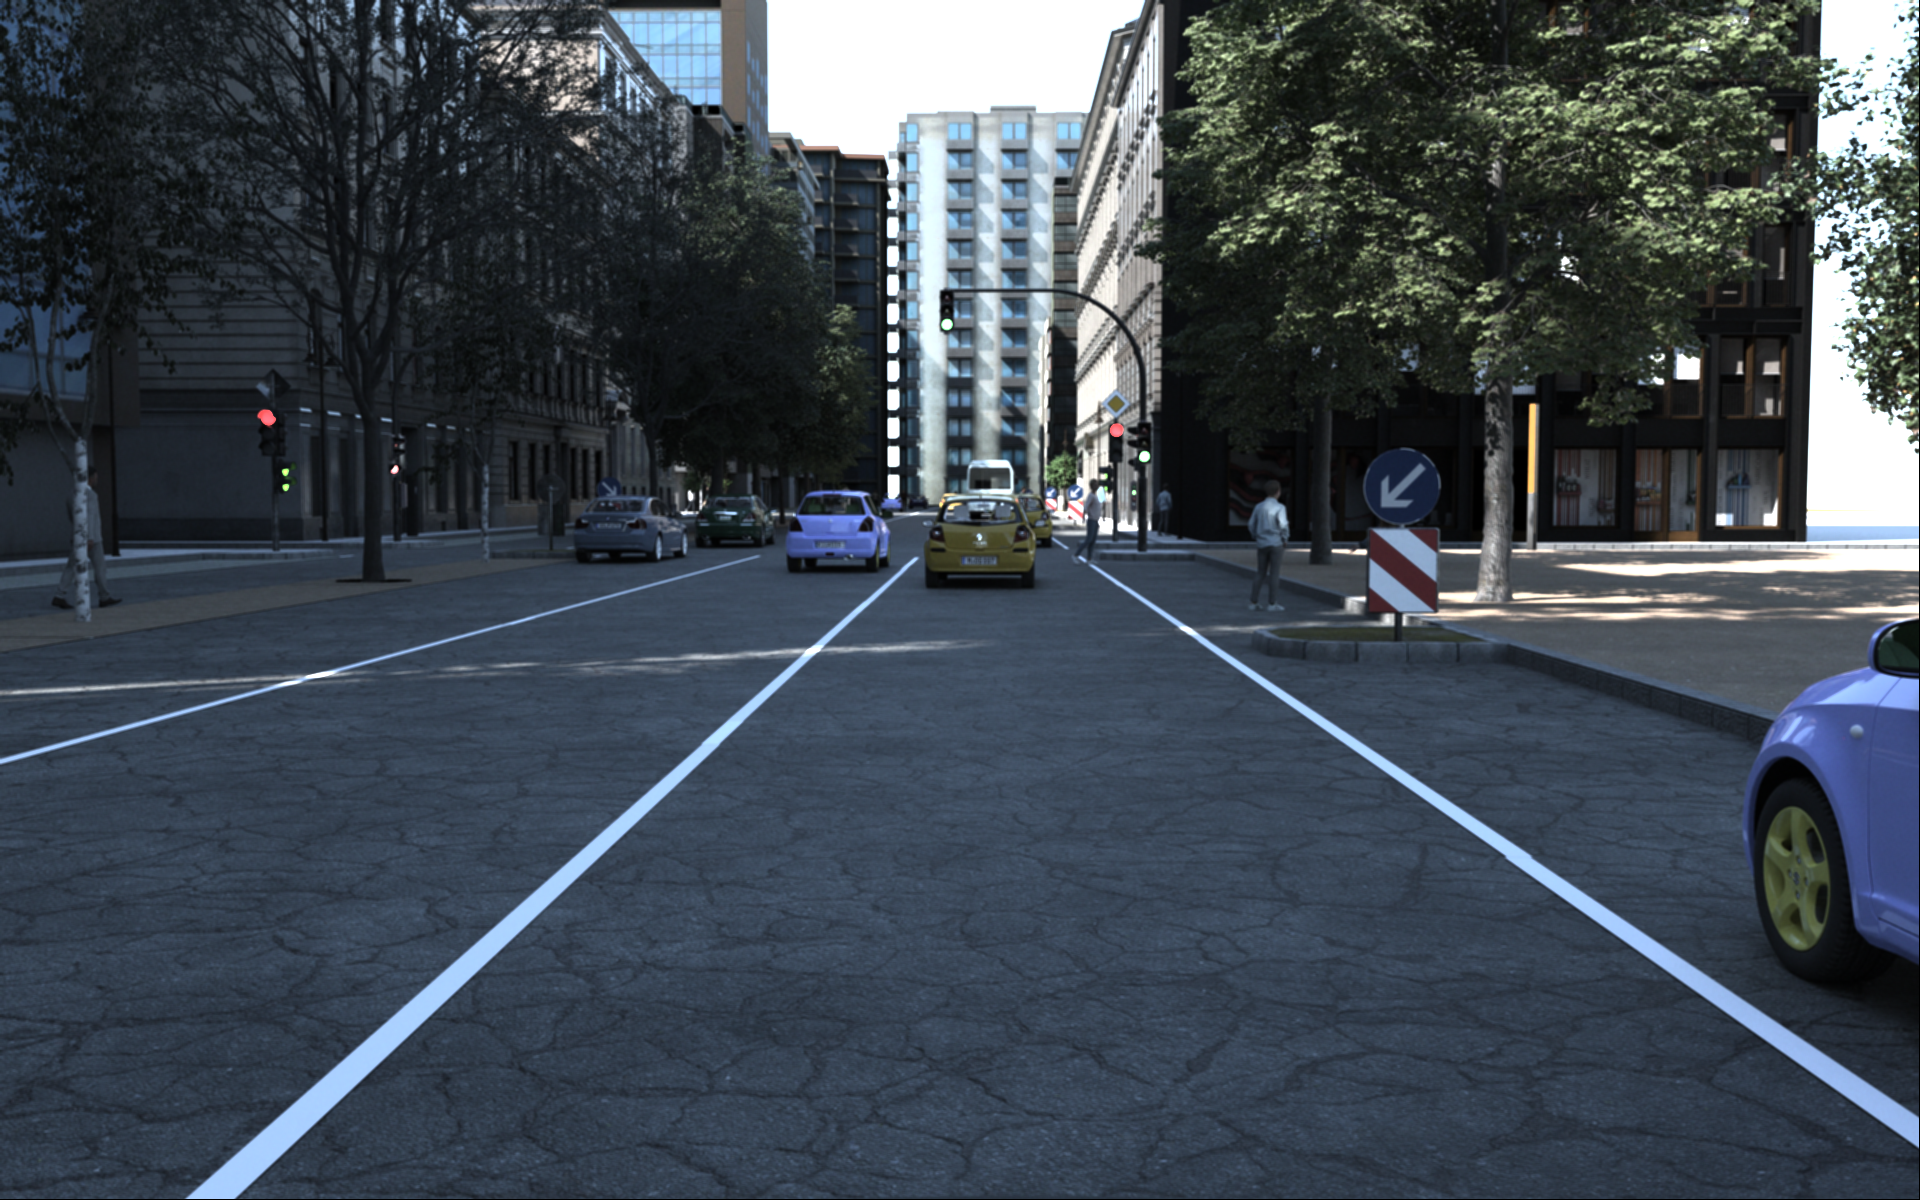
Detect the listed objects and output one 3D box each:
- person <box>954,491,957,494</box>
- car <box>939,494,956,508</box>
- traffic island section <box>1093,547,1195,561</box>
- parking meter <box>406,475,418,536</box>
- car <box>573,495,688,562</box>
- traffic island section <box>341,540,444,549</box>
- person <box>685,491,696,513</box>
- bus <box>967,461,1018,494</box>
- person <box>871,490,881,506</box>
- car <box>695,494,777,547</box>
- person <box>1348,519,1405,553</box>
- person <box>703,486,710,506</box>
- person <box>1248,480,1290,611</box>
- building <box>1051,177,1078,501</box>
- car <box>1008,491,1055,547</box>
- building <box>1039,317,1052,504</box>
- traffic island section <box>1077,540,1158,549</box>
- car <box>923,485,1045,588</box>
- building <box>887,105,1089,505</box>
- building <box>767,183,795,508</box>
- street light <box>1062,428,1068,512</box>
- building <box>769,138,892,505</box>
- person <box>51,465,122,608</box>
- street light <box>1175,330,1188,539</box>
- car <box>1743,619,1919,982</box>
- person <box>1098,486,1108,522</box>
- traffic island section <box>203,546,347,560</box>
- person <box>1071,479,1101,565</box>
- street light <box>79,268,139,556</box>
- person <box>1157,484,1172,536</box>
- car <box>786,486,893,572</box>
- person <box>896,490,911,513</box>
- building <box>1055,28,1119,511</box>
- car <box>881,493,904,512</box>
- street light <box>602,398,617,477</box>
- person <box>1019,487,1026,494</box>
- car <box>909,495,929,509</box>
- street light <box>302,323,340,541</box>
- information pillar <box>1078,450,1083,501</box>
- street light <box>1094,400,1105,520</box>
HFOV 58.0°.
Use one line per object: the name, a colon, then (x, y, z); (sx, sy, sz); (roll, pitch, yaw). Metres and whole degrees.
person: (-0.408, -10.361, 178.572); (0.621, 1.740, 0.551); (2, 4, 35)
car: (-0.627, -7.566, 133.927); (2.015, 1.641, 3.980); (0, 4, 2)
traffic island section: (4.071, -0.997, 38.576); (2.009, 0.180, 2.903); (0, 4, 1)
parking meter: (-16.615, -2.862, 52.510); (0.255, 1.863, 0.399); (0, 4, -2)
car: (-7.132, -1.570, 37.667); (2.014, 1.417, 4.499); (0, 4, 2)
traffic island section: (-15.243, -1.504, 46.868); (2.009, 0.180, 2.903); (0, 4, 1)
person: (-17.870, -6.685, 115.189); (0.661, 1.843, 0.795); (3, 5, 41)
bus: (1.915, -6.550, 101.953); (2.948, 3.499, 13.247); (0, 4, 2)
person: (-7.346, -8.661, 150.112); (1.348, 1.823, 0.705); (-2, 4, -31)
car: (-6.193, -2.212, 47.971); (2.131, 1.459, 4.920); (0, 3, 0)
person: (6.472, -0.885, 26.005); (0.738, 1.151, 1.012); (-3, 5, -42)
person: (-17.199, -6.883, 118.557); (0.713, 1.824, 0.794); (3, 5, 39)
person: (3.812, -0.668, 21.240); (0.330, 1.601, 0.589); (-3, 4, -38)
building: (15.409, -23.762, 160.211); (14.160, 30.474, 14.107); (0, 4, 1)
car: (1.648, -2.305, 47.906); (2.015, 1.641, 3.980); (0, 4, 1)
building: (22.610, -20.684, 183.225); (27.650, 21.520, 28.899); (0, 4, 1)
traffic island section: (4.196, -1.485, 46.560); (2.009, 0.180, 2.903); (0, 4, 1)
car: (0.370, -1.079, 27.869); (2.015, 1.641, 3.980); (0, 4, 2)
building: (6.483, -36.465, 215.816); (30.456, 49.044, 23.786); (0, 4, 1)
building: (-22.838, -23.580, 157.234); (14.160, 30.474, 14.107); (0, 4, 1)
street light: (7.373, -9.077, 121.201); (0.468, 5.910, 1.993); (0, 4, 1)
building: (-23.246, -34.338, 216.050); (28.867, 44.769, 22.147); (0, 4, 1)
person: (-11.028, -0.797, 21.806); (0.678, 1.792, 0.850); (2, 4, 30)
street light: (6.247, -4.663, 49.023); (0.468, 5.910, 1.993); (0, 4, 1)
car: (3.278, 0.342, 4.000); (1.945, 1.707, 3.694); (0, 4, 1)
person: (6.440, -4.496, 79.417); (0.748, 1.841, 0.638); (0, 4, -2)
traffic island section: (-15.368, -1.015, 38.884); (2.009, 0.180, 2.903); (0, 4, 1)
person: (2.547, -1.583, 35.053); (0.598, 1.740, 0.731); (1, 4, 8)
street light: (-17.410, -3.839, 35.555); (0.468, 5.910, 1.993); (0, 4, 1)
person: (6.274, -2.753, 52.873); (0.330, 1.601, 0.589); (-3, 4, -36)
car: (-2.276, -1.437, 33.094); (1.945, 1.707, 3.694); (0, 4, 2)
person: (-4.364, -7.640, 133.928); (1.217, 1.766, 0.721); (0, 4, 2)
building: (24.125, -27.409, 140.010); (32.217, 40.220, 23.993); (0, 4, 1)
car: (-5.436, -7.941, 139.434); (1.945, 1.707, 3.694); (0, 4, 0)
street light: (-16.786, -6.751, 83.159); (0.468, 5.910, 1.993); (0, 4, 1)
person: (3.345, -5.067, 91.326); (0.713, 1.824, 0.794); (3, 5, 42)
car: (-4.013, -9.484, 167.637); (1.945, 1.354, 3.894); (0, 4, 2)
street light: (-17.297, -4.540, 47.009); (0.468, 5.910, 1.993); (0, 4, 1)
information pillar: (6.367, -6.136, 91.682); (0.183, 3.616, 0.504); (-1, 4, -21)
street light: (6.848, -6.885, 85.359); (0.468, 5.910, 1.993); (0, 4, 1)
